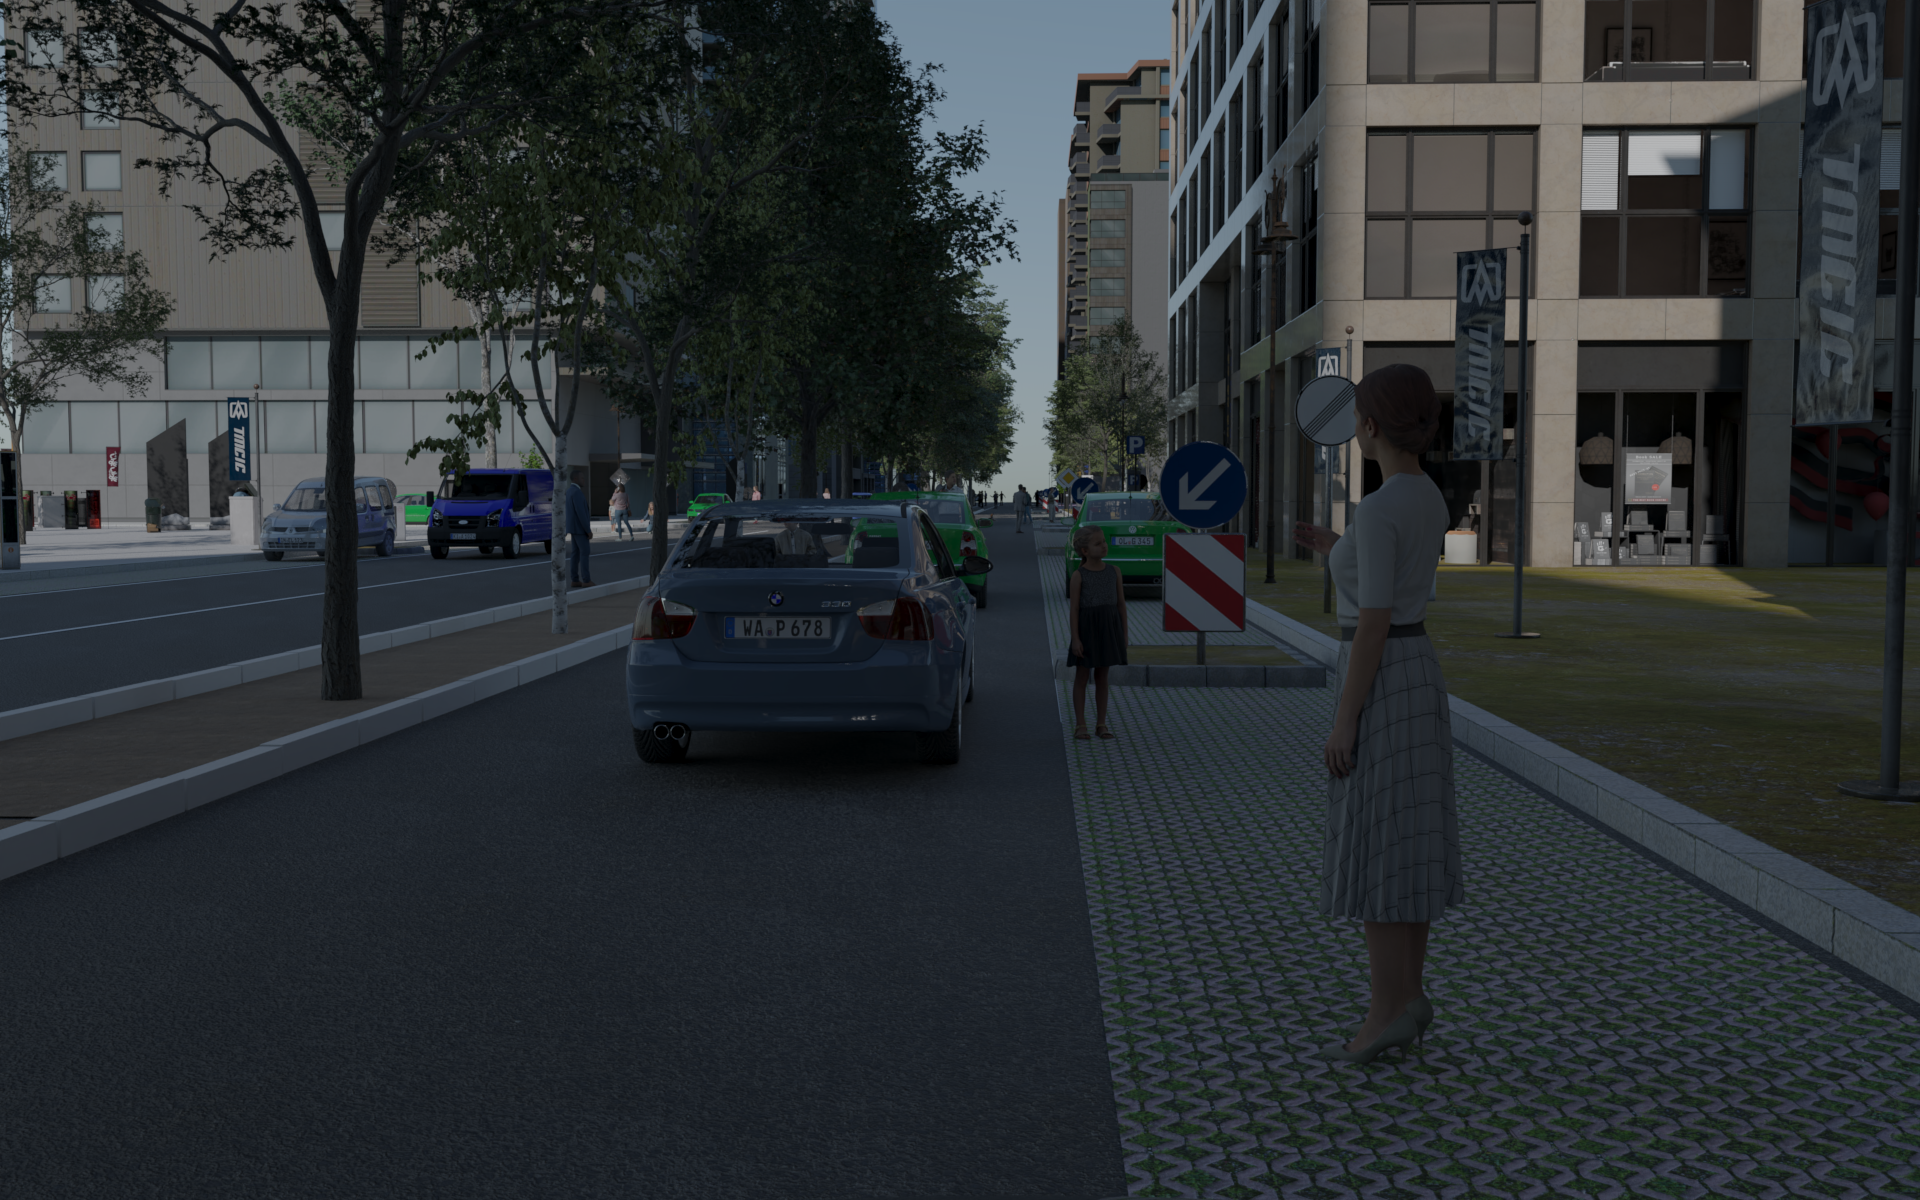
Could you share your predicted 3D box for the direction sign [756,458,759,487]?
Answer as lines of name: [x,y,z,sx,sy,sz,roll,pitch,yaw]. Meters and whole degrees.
direction sign: [-12.827,-7.214,109.951,0.379,3.537,0.876,0,4,2]

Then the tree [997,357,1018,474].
tree: [0.016,-11.900,115.149,7.486,12.596,7.792,0,3,0]

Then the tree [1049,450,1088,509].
tree: [9.859,-12.180,149.509,4.737,8.622,4.395,0,3,0]

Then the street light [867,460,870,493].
street light: [-10.159,-13.435,192.448,0.468,5.910,1.993,0,4,2]

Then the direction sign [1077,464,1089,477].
direction sign: [9.161,-8.398,129.298,0.876,3.537,0.379,0,4,-2]

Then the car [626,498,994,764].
car: [-0.811,0.092,10.503,2.014,1.417,4.499,0,4,2]

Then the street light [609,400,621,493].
street light: [-14.644,-6.213,74.363,0.468,5.910,1.993,0,4,2]

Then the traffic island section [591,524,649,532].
traffic island section: [-13.006,-2.686,66.198,2.009,0.180,2.903,0,4,2]

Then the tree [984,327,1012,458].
tree: [-2.668,-7.657,62.058,8.767,10.594,7.601,0,4,2]

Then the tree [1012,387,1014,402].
tree: [-1.488,-9.336,89.505,8.767,10.594,7.601,0,4,2]

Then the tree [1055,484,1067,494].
tree: [11.642,-12.626,201.041,1.663,3.219,1.824,0,3,0]

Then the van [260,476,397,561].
van: [-13.885,-1.905,38.157,2.013,2.044,4.112,0,4,3]

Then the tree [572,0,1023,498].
tree: [-3.412,-7.298,38.789,9.611,12.733,9.660,0,3,0]

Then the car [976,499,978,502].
car: [2.597,-16.408,280.072,2.131,1.459,4.920,0,4,1]

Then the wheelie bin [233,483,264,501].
wheelie bin: [-20.437,-2.558,49.725,0.693,1.594,0.980,0,4,-6]

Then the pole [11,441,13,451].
pole: [-32.806,-4.058,60.191,0.158,3.312,0.155,0,3,0]

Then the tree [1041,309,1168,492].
tree: [7.470,-9.321,86.806,7.601,10.594,8.767,1,4,11]

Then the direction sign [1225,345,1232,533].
direction sign: [4.144,-2.129,26.803,0.379,3.537,0.876,1,4,13]

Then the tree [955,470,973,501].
tree: [0.585,-11.344,138.289,4.737,8.622,4.395,0,3,0]

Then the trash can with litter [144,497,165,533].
trash can with litter: [-26.806,-2.831,57.674,0.624,1.170,1.055,-2,4,-25]

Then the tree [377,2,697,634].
tree: [-4.124,-3.968,17.699,4.737,8.622,4.395,0,3,0]

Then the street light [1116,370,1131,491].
street light: [6.111,-5.637,64.960,0.468,5.910,1.993,0,4,2]

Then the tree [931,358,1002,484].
tree: [-0.808,-10.873,105.993,9.928,11.665,9.643,0,3,0]

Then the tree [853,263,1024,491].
tree: [-1.543,-10.447,79.920,9.857,13.997,8.962,0,3,0]

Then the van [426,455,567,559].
van: [-10.649,-2.176,39.963,2.240,2.365,5.245,0,4,2]

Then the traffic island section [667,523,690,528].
traffic island section: [-12.690,-3.174,74.177,2.009,0.180,2.903,0,4,2]

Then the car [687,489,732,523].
car: [-12.030,-4.600,84.002,1.959,1.807,4.718,0,4,2]

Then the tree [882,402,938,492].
tree: [-2.304,-6.286,55.597,4.360,8.622,3.978,0,3,0]

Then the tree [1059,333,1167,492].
tree: [7.625,-7.899,79.504,4.360,8.622,3.978,0,3,0]

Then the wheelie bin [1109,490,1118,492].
wheelie bin: [11.546,-7.515,130.772,0.980,1.594,0.693,1,4,21]

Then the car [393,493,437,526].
car: [-22.076,-3.716,69.550,4.718,1.807,1.959,0,4,3]

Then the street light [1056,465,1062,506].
street light: [12.558,-15.351,223.770,0.468,5.910,1.993,0,4,2]

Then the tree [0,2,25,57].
tree: [-15.818,-10.122,21.381,12.611,20.169,13.585,0,3,0]

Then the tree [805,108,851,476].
tree: [-3.880,-4.734,30.213,4.737,8.622,4.395,0,3,0]

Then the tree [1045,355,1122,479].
tree: [10.170,-13.591,140.332,7.486,12.596,7.792,0,3,0]

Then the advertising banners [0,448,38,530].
advertising banners: [-36.065,-4.332,67.014,0.090,3.025,2.074,2,4,30]

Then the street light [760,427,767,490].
street light: [-13.047,-8.656,114.313,0.468,5.910,1.993,0,4,2]

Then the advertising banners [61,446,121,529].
advertising banners: [-31.713,-4.104,63.284,2.074,3.025,0.090,-3,5,-42]

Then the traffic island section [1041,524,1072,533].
traffic island section: [4.122,-2.644,65.517,2.009,0.180,2.903,0,4,2]

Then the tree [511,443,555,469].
tree: [-15.847,-4.294,64.812,1.663,3.219,1.824,0,3,0]

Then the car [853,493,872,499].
car: [-5.069,-4.801,88.091,1.945,1.707,3.694,0,4,1]

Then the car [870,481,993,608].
car: [-0.529,-0.876,23.117,1.959,1.807,4.718,0,4,0]

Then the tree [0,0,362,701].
tree: [-4.341,-4.558,11.386,8.767,10.594,7.601,0,4,2]

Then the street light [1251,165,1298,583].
street light: [4.467,-3.179,24.759,0.468,5.910,1.993,0,4,2]

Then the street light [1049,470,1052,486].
street light: [15.862,-20.479,307.611,0.468,5.910,1.993,0,4,2]

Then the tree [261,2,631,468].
tree: [-16.147,-12.181,55.046,12.611,20.169,13.585,0,3,0]

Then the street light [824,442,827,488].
street light: [-11.665,-10.894,150.907,0.468,5.910,1.993,0,4,2]

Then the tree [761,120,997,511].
tree: [-3.034,-7.757,47.418,7.486,12.596,7.792,0,3,0]

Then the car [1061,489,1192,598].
car: [2.422,-0.988,24.947,1.959,1.807,4.718,0,4,4]

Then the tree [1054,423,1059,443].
tree: [8.340,-10.126,115.926,4.360,8.622,3.978,0,3,0]
